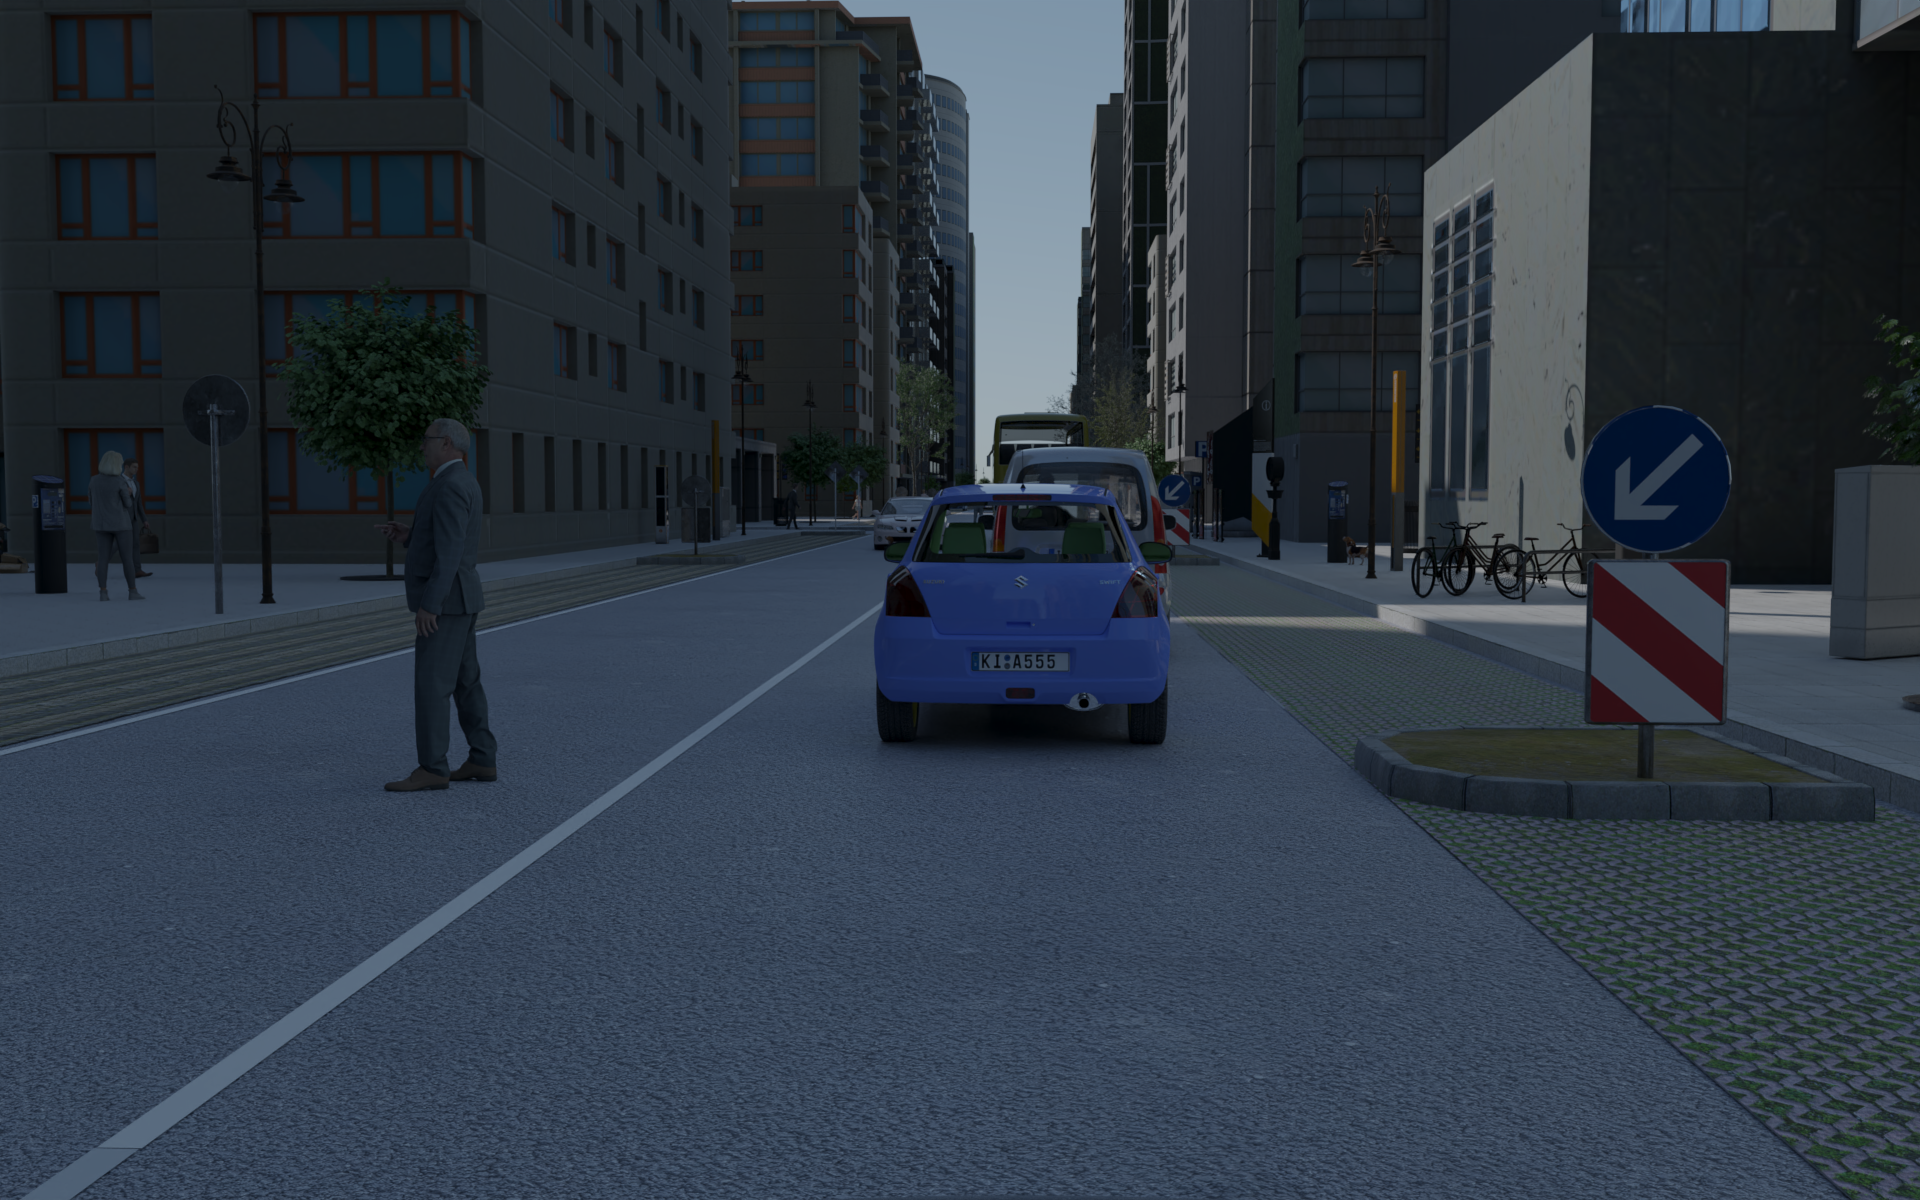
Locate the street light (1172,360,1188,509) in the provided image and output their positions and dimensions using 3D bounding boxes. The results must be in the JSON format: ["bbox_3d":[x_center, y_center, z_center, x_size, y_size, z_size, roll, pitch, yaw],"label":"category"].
[{"bbox_3d":[7.585,-5.317,59.720,0.468,5.910,1.993,0,4,3],"label":"street light"}]

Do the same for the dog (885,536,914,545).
[{"bbox_3d":[-1.334,-1.162,38.279,0.540,0.507,0.406,-3,5,-44],"label":"dog"}]

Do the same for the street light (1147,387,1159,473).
[{"bbox_3d":[8.313,-6.241,74.833,0.468,5.910,1.993,0,4,3],"label":"street light"}]

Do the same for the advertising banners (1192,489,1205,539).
[{"bbox_3d":[6.856,-3.235,49.082,0.090,3.025,2.074,0,4,-6],"label":"advertising banners"}]

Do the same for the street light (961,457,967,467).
[{"bbox_3d":[0.253,-14.671,212.657,0.468,5.910,1.993,0,4,3],"label":"street light"}]

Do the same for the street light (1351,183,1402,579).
[{"bbox_3d":[6.251,-3.264,26.151,0.468,5.910,1.993,0,4,3],"label":"street light"}]

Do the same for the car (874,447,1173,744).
[{"bbox_3d":[0.431,-0.103,11.269,1.945,1.707,3.694,0,4,3],"label":"car"}]

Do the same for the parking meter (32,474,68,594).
[{"bbox_3d":[-11.759,-0.854,22.372,0.372,1.533,0.369,0,3,0],"label":"parking meter"}]

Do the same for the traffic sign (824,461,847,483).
[{"bbox_3d":[-4.374,-3.576,60.661,0.795,2.593,0.064,0,4,3],"label":"traffic sign"}]

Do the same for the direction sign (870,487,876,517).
[{"bbox_3d":[-4.949,-6.498,98.247,0.876,3.537,0.379,3,5,39],"label":"direction sign"}]

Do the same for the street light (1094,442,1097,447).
[{"bbox_3d":[11.791,-10.954,151.885,0.468,5.910,1.993,0,4,3],"label":"street light"}]

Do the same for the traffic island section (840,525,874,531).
[{"bbox_3d":[-4.046,-2.840,68.707,2.009,0.180,2.903,0,4,3],"label":"traffic island section"}]

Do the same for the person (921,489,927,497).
[{"bbox_3d":[-2.201,-6.371,113.342,0.598,1.740,0.731,3,4,38],"label":"person"}]

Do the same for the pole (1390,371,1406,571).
[{"bbox_3d":[7.280,-2.136,28.775,0.158,3.312,0.155,0,3,0],"label":"pole"}]

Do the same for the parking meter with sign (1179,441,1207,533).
[{"bbox_3d":[7.767,-3.753,57.625,0.543,3.016,1.738,-1,4,-14],"label":"parking meter with sign"}]

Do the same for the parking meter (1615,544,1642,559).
[{"bbox_3d":[7.493,-0.823,19.172,0.399,1.863,0.255,0,4,3],"label":"parking meter"}]

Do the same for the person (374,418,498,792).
[{"bbox_3d":[-2.600,0.009,8.522,0.590,1.801,0.661,0,4,-8],"label":"person"}]

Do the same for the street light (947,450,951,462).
[{"bbox_3d":[-1.139,-12.618,179.090,0.468,5.910,1.993,0,4,3],"label":"street light"}]

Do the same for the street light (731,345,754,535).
[{"bbox_3d":[-6.732,-4.949,53.711,0.468,5.910,1.993,0,4,3],"label":"street light"}]

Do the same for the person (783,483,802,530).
[{"bbox_3d":[-6.326,-3.542,66.183,0.755,1.850,0.659,-2,4,-29],"label":"person"}]

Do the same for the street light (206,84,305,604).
[{"bbox_3d":[-8.123,-2.896,20.145,0.468,5.910,1.993,0,4,3],"label":"street light"}]

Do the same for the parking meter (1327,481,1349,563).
[{"bbox_3d":[7.046,-1.461,32.299,0.372,1.533,0.369,0,3,0],"label":"parking meter"}]

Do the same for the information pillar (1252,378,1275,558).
[{"bbox_3d":[6.145,-2.672,35.036,0.504,3.616,0.183,3,5,45],"label":"information pillar"}]

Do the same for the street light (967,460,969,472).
[{"bbox_3d":[1.015,-15.637,228.450,0.468,5.910,1.993,0,4,3],"label":"street light"}]

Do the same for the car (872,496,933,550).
[{"bbox_3d":[-1.274,-2.053,45.933,2.083,1.381,4.827,0,4,1],"label":"car"}]

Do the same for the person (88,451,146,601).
[{"bbox_3d":[-10.239,-0.900,20.944,0.537,1.800,0.526,1,4,14],"label":"person"}]

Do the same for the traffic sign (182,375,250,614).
[{"bbox_3d":[-7.939,-1.124,18.488,0.768,2.556,0.104,0,4,7],"label":"traffic sign"}]

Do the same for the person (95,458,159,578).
[{"bbox_3d":[-12.702,-1.245,26.362,0.822,1.834,0.622,0,4,6],"label":"person"}]

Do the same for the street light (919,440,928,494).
[{"bbox_3d":[-3.056,-10.048,137.066,0.468,5.910,1.993,0,4,3],"label":"street light"}]

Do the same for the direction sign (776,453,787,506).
[{"bbox_3d":[-9.952,-6.373,96.187,0.876,3.537,0.379,2,4,29],"label":"direction sign"}]

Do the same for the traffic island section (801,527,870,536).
[{"bbox_3d":[-4.398,-2.352,60.729,2.009,0.180,2.903,0,4,3],"label":"traffic island section"}]

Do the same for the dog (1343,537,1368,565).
[{"bbox_3d":[7.197,-0.888,31.343,0.540,0.507,0.406,1,4,13],"label":"dog"}]

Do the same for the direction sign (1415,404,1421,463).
[{"bbox_3d":[11.826,-3.144,43.395,0.876,3.537,0.379,2,4,33],"label":"direction sign"}]

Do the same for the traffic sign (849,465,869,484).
[{"bbox_3d":[-4.022,-4.064,68.638,0.795,2.593,0.064,0,4,3],"label":"traffic sign"}]

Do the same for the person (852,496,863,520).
[{"bbox_3d":[-5.056,-4.561,85.632,0.382,1.210,0.505,3,4,39],"label":"person"}]

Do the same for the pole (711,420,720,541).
[{"bbox_3d":[-6.744,-3.301,47.822,0.158,3.312,0.155,0,3,0],"label":"pole"}]

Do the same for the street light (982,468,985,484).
[{"bbox_3d":[4.041,-19.810,296.672,0.468,5.910,1.993,0,4,3],"label":"street light"}]

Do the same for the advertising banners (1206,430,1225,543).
[{"bbox_3d":[6.910,-3.090,46.704,0.090,3.025,2.074,0,4,-2],"label":"advertising banners"}]

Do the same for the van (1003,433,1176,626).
[{"bbox_3d":[1.148,-0.610,16.989,2.013,2.044,4.112,0,4,3],"label":"van"}]

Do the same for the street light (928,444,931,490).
[{"bbox_3d":[-2.654,-10.557,145.395,0.468,5.910,1.993,0,4,3],"label":"street light"}]

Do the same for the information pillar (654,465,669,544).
[{"bbox_3d":[-7.667,-2.450,44.547,0.304,2.012,0.304,0,4,4],"label":"information pillar"}]

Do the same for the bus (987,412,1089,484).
[{"bbox_3d":[2.241,-3.680,51.712,2.896,3.916,12.252,0,4,1],"label":"bus"}]

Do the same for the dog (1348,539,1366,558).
[{"bbox_3d":[7.920,-1.051,34.926,0.550,0.427,0.748,1,4,15],"label":"dog"}]

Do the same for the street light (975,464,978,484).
[{"bbox_3d":[2.491,-17.702,262.210,0.468,5.910,1.993,0,4,3],"label":"street light"}]

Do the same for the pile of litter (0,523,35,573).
[{"bbox_3d":[-15.643,-0.859,28.005,1.719,0.858,1.176,-1,4,-12],"label":"pile of litter"}]

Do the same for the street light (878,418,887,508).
[{"bbox_3d":[-4.579,-7.995,103.506,0.468,5.910,1.993,0,4,3],"label":"street light"}]

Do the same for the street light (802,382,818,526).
[{"bbox_3d":[-6.041,-5.942,69.943,0.468,5.910,1.993,0,4,3],"label":"street light"}]
